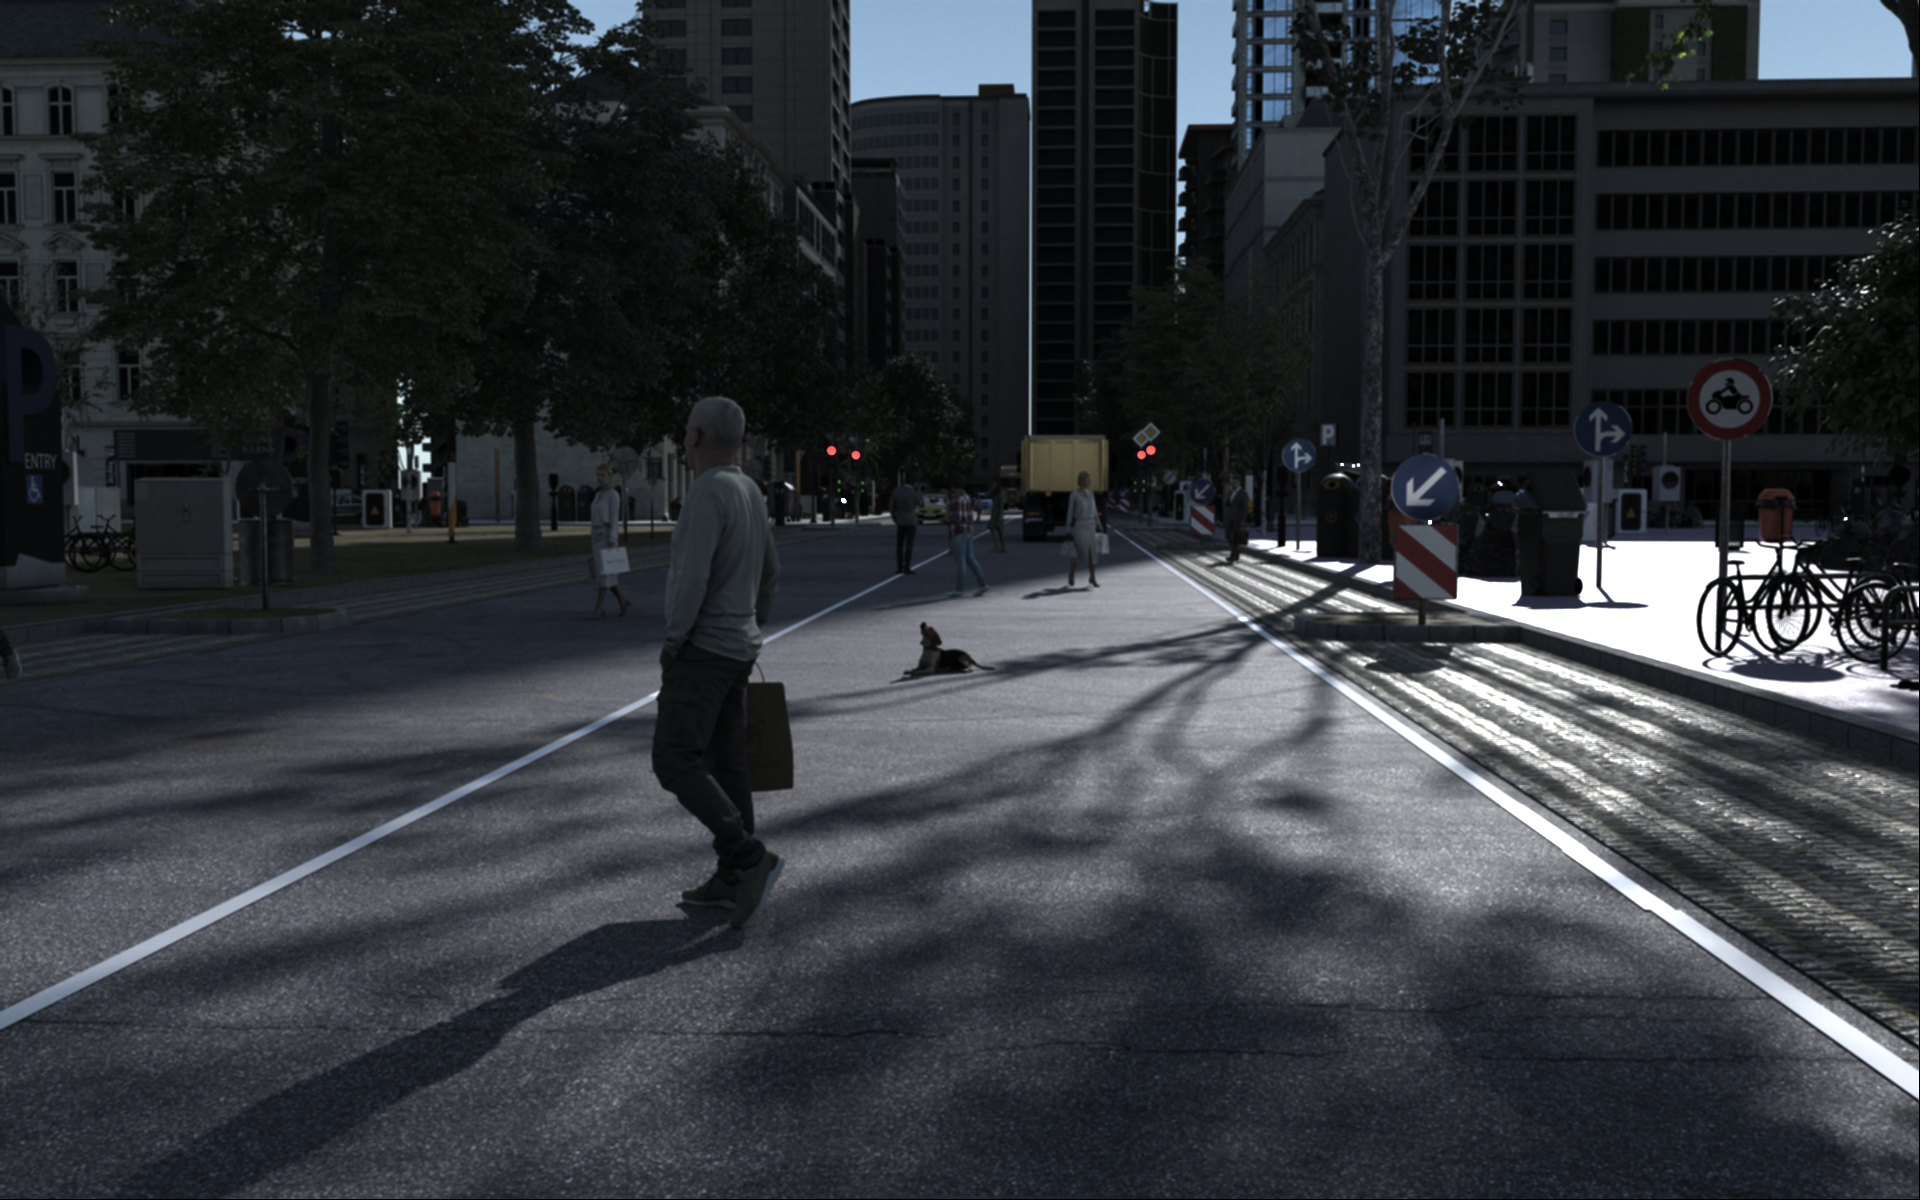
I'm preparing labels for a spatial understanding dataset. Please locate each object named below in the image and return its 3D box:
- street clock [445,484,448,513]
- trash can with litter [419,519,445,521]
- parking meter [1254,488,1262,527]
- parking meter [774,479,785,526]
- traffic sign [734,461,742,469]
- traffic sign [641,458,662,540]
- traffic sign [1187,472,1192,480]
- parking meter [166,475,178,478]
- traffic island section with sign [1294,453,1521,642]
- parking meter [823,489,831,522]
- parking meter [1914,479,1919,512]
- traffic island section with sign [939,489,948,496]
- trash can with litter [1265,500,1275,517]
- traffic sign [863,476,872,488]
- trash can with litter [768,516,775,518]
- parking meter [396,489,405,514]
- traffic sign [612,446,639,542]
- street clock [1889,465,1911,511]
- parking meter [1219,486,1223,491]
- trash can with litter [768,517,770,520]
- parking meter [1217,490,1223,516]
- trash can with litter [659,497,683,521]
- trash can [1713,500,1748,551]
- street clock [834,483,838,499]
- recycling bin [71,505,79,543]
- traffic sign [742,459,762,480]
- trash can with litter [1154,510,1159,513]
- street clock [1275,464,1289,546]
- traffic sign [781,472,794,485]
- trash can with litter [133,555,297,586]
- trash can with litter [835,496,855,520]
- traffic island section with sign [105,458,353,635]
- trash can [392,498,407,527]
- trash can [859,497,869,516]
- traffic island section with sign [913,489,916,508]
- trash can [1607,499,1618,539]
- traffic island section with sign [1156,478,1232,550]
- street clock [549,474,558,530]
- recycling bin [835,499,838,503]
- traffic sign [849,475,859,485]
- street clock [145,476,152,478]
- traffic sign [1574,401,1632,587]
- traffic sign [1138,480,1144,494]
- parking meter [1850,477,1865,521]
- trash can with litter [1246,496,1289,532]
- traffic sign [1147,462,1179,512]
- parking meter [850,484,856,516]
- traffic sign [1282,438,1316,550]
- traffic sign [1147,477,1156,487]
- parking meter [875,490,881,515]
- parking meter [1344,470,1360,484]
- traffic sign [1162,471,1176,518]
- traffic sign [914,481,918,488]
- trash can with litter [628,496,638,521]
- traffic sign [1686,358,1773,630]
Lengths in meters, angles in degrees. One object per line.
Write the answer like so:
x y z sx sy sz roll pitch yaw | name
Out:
-35.353 -7.024 119.404 0.471 2.002 0.358 -2 4 -24 | street clock
-24.982 -4.381 82.680 2.233 1.210 1.678 3 5 39 | trash can with litter
11.777 -3.654 68.161 0.372 1.533 0.369 0 3 0 | parking meter
-7.217 -3.887 69.269 0.255 1.863 0.399 2 4 35 | parking meter
-8.715 -4.056 66.416 0.768 2.556 0.104 1 4 10 | traffic sign
-8.641 -2.842 48.589 0.606 2.300 0.079 0 4 7 | traffic sign
13.472 -6.230 101.863 0.884 2.594 0.081 1 4 11 | traffic sign
-24.687 -2.964 54.177 0.399 1.863 0.255 1 4 19 | parking meter
4.481 -0.555 17.697 1.989 1.847 2.006 0 4 3 | traffic island section with sign
-6.217 -4.421 80.696 0.372 1.533 0.369 0 3 0 | parking meter
36.181 -3.639 65.204 0.255 1.863 0.399 -3 5 -44 | parking meter
-1.141 -7.319 128.289 1.989 1.847 2.006 0 4 3 | traffic island section with sign
16.157 -4.886 91.272 0.624 1.170 1.055 -3 5 -45 | trash can with litter
-5.756 -6.562 108.480 0.795 2.450 0.064 0 4 8 | traffic sign
-10.631 -4.894 91.072 2.233 1.210 1.678 -2 4 -32 | trash can with litter
-25.526 -4.322 79.078 0.372 1.533 0.369 0 3 0 | parking meter
-8.960 -2.829 46.355 0.768 2.556 0.104 1 4 9 | traffic sign
23.583 -2.381 43.492 0.471 2.002 0.358 2 4 35 | street clock
15.477 -5.914 102.400 0.399 1.863 0.255 2 4 24 | parking meter
-9.701 -4.450 84.142 0.624 1.170 1.055 1 4 20 | trash can with litter
14.054 -5.211 93.617 0.372 1.533 0.369 0 3 0 | parking meter
-13.616 -4.293 81.574 1.055 1.170 0.624 -1 4 -16 | trash can with litter
17.541 -1.701 39.464 0.748 1.137 0.748 0 3 0 | trash can
-7.568 -6.183 105.665 0.471 2.002 0.358 -1 4 -14 | street clock
-23.342 -2.030 45.742 0.722 1.027 0.722 1 4 20 | recycling bin
-7.522 -3.825 62.648 0.768 2.556 0.104 1 4 12 | traffic sign
14.318 -6.748 121.388 2.233 1.210 1.678 0 4 3 | trash can with litter
7.884 -2.314 42.407 0.358 2.002 0.471 0 4 7 | street clock
-8.108 -4.854 81.495 0.606 2.300 0.079 0 4 8 | traffic sign
-10.839 -0.866 25.222 2.233 1.210 1.678 -2 4 -27 | trash can with litter
-5.785 -4.664 87.645 1.055 1.170 0.624 2 4 24 | trash can with litter
-7.659 -0.604 18.497 1.989 1.847 2.006 0 4 3 | traffic island section with sign
-21.955 -3.437 67.849 0.748 1.137 0.748 0 3 0 | trash can
-5.642 -5.517 101.854 0.748 1.137 0.748 0 3 0 | trash can
-2.778 -5.639 100.825 1.989 1.847 2.006 0 4 3 | traffic island section with sign
18.573 -2.342 49.946 0.748 1.137 0.748 0 3 0 | trash can
6.082 -2.205 44.687 1.989 1.847 2.006 0 4 3 | traffic island section with sign
-14.334 -3.458 61.113 0.358 2.002 0.471 -2 4 -25 | street clock
-6.613 -4.847 91.807 0.722 1.027 0.722 -3 4 -38 | recycling bin
-6.877 -6.882 112.626 0.768 2.556 0.104 1 4 9 | traffic sign
-32.763 -4.000 69.973 0.358 2.002 0.471 -3 4 -36 | street clock
8.822 -1.452 23.843 0.768 2.556 0.104 1 4 10 | traffic sign
13.749 -7.988 130.606 0.884 2.594 0.081 1 4 9 | traffic sign
30.560 -3.259 58.993 0.399 1.863 0.255 3 4 36 | parking meter
10.418 -2.946 59.227 1.678 1.210 2.233 1 4 23 | trash can with litter
12.813 -7.007 108.440 2.265 3.308 0.079 1 4 9 | traffic sign
-6.122 -5.782 100.239 0.399 1.863 0.255 1 4 19 | parking meter
7.776 -2.426 39.774 0.768 2.556 0.104 1 4 8 | traffic sign
11.318 -6.142 102.559 0.606 2.300 0.079 0 4 4 | traffic sign
-4.948 -5.879 104.531 0.372 1.533 0.369 0 3 0 | parking meter
9.475 -2.210 41.853 0.399 1.863 0.255 2 4 25 | parking meter
11.359 -5.747 94.069 0.768 2.556 0.104 1 4 9 | traffic sign
-3.989 -9.163 149.928 0.768 2.556 0.104 0 4 6 | traffic sign
-15.809 -4.388 83.136 0.624 1.170 1.055 0 4 -8 | trash can with litter
7.218 -0.992 16.333 0.768 2.556 0.104 0 4 8 | traffic sign
